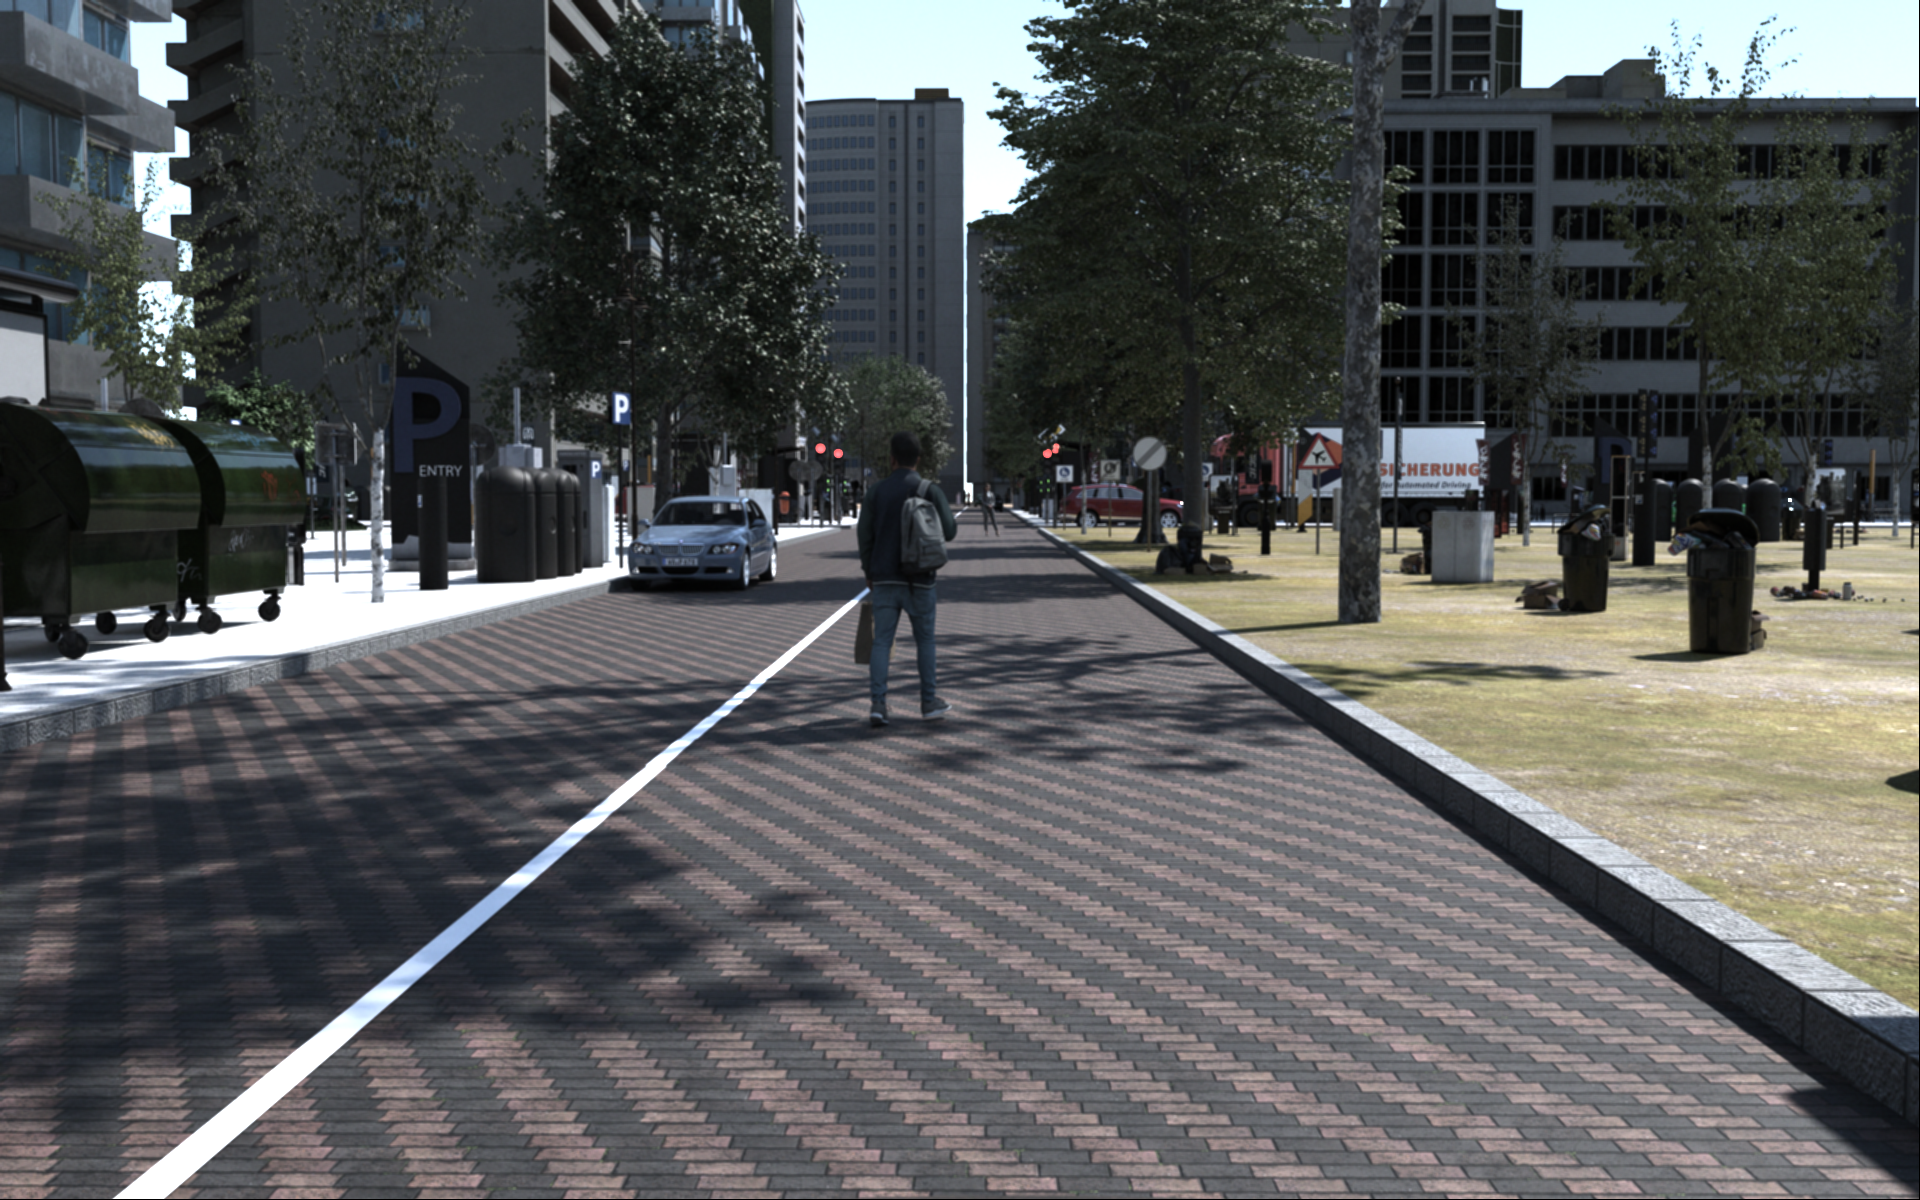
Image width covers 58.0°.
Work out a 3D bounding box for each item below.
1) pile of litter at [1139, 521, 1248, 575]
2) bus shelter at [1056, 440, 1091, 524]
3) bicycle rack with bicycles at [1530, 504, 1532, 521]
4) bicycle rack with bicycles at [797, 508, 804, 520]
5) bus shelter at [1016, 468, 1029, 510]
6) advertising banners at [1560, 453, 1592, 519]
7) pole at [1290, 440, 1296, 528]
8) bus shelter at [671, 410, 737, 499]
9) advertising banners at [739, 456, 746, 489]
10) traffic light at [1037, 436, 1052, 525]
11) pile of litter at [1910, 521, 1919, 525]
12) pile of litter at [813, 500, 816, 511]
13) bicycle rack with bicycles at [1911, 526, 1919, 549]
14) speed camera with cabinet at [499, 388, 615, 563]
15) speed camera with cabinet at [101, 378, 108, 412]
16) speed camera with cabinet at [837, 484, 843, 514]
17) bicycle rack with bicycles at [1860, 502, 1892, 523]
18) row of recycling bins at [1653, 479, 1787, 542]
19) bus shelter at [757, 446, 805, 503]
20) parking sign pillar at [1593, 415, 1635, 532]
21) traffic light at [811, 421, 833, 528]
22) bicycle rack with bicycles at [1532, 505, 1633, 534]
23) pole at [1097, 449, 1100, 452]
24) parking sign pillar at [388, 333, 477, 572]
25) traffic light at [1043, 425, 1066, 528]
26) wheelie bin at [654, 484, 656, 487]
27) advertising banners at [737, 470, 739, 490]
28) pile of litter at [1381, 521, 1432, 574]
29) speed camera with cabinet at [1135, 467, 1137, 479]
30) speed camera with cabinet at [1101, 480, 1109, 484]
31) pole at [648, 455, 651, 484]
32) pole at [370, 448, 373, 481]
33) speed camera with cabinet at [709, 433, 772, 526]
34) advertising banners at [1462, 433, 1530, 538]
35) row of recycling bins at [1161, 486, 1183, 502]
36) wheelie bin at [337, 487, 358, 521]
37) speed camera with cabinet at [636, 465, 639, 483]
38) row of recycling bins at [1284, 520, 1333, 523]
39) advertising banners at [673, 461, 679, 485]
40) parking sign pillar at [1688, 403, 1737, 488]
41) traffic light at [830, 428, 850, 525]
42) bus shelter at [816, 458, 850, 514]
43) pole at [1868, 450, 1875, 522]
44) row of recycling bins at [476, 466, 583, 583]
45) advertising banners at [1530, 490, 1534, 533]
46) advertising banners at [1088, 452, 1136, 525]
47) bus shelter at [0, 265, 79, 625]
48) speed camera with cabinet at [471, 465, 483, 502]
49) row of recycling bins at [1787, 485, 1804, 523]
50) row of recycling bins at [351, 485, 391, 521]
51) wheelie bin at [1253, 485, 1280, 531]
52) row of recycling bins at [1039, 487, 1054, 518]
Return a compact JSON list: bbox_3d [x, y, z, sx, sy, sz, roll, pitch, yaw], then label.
[{"bbox_3d":[3.867,-0.851,27.872,1.719,0.858,1.176,-1,4,-10],"label":"pile of litter"},{"bbox_3d":[4.893,-5.292,77.805,1.731,3.624,6.357,0,4,1],"label":"bus shelter"},{"bbox_3d":[26.855,-4.257,82.988,2.852,0.926,2.925,1,4,18],"label":"bicycle rack with bicycles"},{"bbox_3d":[-9.159,-4.234,82.600,2.925,0.926,2.852,1,4,12],"label":"bicycle rack with bicycles"},{"bbox_3d":[5.485,-8.770,137.315,2.014,3.302,5.546,0,4,1],"label":"bus shelter"},{"bbox_3d":[25.863,-4.680,72.711,0.090,3.025,2.074,-1,4,-21],"label":"advertising banners"},{"bbox_3d":[12.549,-4.368,65.255,0.158,3.312,0.155,0,3,0],"label":"pole"},{"bbox_3d":[-9.343,-5.110,61.180,2.179,5.291,8.768,0,4,1],"label":"bus shelter"},{"bbox_3d":[-7.477,-4.005,61.672,0.090,3.025,2.074,-1,4,-21],"label":"advertising banners"},{"bbox_3d":[3.643,-5.125,72.719,0.839,4.253,0.868,0,4,1],"label":"traffic light"},{"bbox_3d":[40.221,-3.566,72.262,1.719,0.858,1.176,-2,4,-29],"label":"pile of litter"},{"bbox_3d":[-11.053,-7.131,130.551,1.719,0.858,1.176,3,4,39],"label":"pile of litter"},{"bbox_3d":[23.601,-1.650,40.352,2.852,0.926,2.925,-1,4,-15],"label":"bicycle rack with bicycles"},{"bbox_3d":[-7.538,-2.329,32.414,2.038,3.252,0.660,0,4,3],"label":"speed camera with cabinet"},{"bbox_3d":[-14.882,-2.116,28.935,0.660,3.252,2.038,3,5,41],"label":"speed camera with cabinet"},{"bbox_3d":[-7.868,-7.079,110.079,0.660,3.252,2.038,-2,4,-24],"label":"speed camera with cabinet"},{"bbox_3d":[40.510,-3.919,77.464,2.925,0.926,2.852,-1,4,-21],"label":"bicycle rack with bicycles"},{"bbox_3d":[20.440,-2.453,47.213,3.534,1.692,1.069,1,4,16],"label":"row of recycling bins"},{"bbox_3d":[-8.957,-5.868,87.221,1.731,3.624,6.357,0,4,1],"label":"bus shelter"},{"bbox_3d":[22.401,-4.332,59.303,1.447,3.967,1.447,0,4,-7],"label":"parking sign pillar"},{"bbox_3d":[-5.172,-4.643,64.831,0.839,4.253,0.868,0,4,1],"label":"traffic light"},{"bbox_3d":[20.626,-2.602,55.917,2.925,0.926,2.852,-3,5,-41],"label":"bicycle rack with bicycles"},{"bbox_3d":[6.168,-5.137,77.832,0.158,3.312,0.155,0,3,0],"label":"pole"},{"bbox_3d":[-8.900,-2.486,29.122,1.447,3.967,1.447,-1,4,-14],"label":"parking sign pillar"},{"bbox_3d":[3.539,-4.637,64.735,0.839,4.253,0.868,0,4,1],"label":"traffic light"},{"bbox_3d":[-9.569,-2.880,54.995,0.693,1.594,0.980,-2,4,-30],"label":"wheelie bin"},{"bbox_3d":[-16.671,-7.885,125.108,2.074,3.025,0.090,-1,4,-20],"label":"advertising banners"},{"bbox_3d":[7.675,-0.868,28.158,1.719,0.858,1.176,2,4,28],"label":"pile of litter"},{"bbox_3d":[12.569,-7.960,124.479,0.660,3.252,2.038,2,4,28],"label":"speed camera with cabinet"},{"bbox_3d":[9.066,-6.762,104.886,0.660,3.252,2.038,-1,4,-13],"label":"speed camera with cabinet"},{"bbox_3d":[-16.260,-5.923,90.687,0.158,3.312,0.155,0,3,0],"label":"pole"},{"bbox_3d":[-25.868,-5.049,76.395,0.158,3.312,0.155,0,3,0],"label":"pole"},{"bbox_3d":[-7.090,-3.776,56.067,2.038,3.252,0.660,-3,4,-38],"label":"speed camera with cabinet"},{"bbox_3d":[15.591,-3.326,50.574,0.090,3.025,2.074,-3,5,-41],"label":"advertising banners"},{"bbox_3d":[10.684,-5.000,88.866,3.534,1.692,1.069,3,5,44],"label":"row of recycling bins"},{"bbox_3d":[-26.732,-4.133,75.480,0.693,1.594,0.980,2,4,29],"label":"wheelie bin"},{"bbox_3d":[-21.965,-7.551,117.794,0.660,3.252,2.038,1,4,9],"label":"speed camera with cabinet"},{"bbox_3d":[15.962,-4.226,76.201,3.534,1.692,1.069,2,4,31],"label":"row of recycling bins"},{"bbox_3d":[-14.314,-5.883,92.368,2.074,3.025,0.090,1,4,14],"label":"advertising banners"},{"bbox_3d":[22.475,-3.871,51.763,1.447,3.967,1.447,-3,5,-41],"label":"parking sign pillar"},{"bbox_3d":[-5.068,-5.131,72.816,0.839,4.253,0.868,0,4,1],"label":"traffic light"},{"bbox_3d":[-8.357,-7.539,114.553,1.731,3.624,6.357,0,4,1],"label":"bus shelter"},{"bbox_3d":[41.907,-5.245,79.605,0.158,3.312,0.155,0,3,0],"label":"pole"},{"bbox_3d":[-6.550,-1.196,26.665,1.069,1.692,3.534,0,4,2],"label":"row of recycling bins"},{"bbox_3d":[17.363,-3.614,55.274,2.074,3.025,0.090,-1,4,-14],"label":"advertising banners"},{"bbox_3d":[6.351,-4.633,71.939,2.074,3.025,0.090,0,4,5],"label":"advertising banners"},{"bbox_3d":[-9.782,-2.141,12.644,2.179,5.291,8.768,0,4,1],"label":"bus shelter"},{"bbox_3d":[-13.400,-3.323,48.662,2.038,3.252,0.660,3,5,40],"label":"speed camera with cabinet"},{"bbox_3d":[37.018,-4.257,76.721,1.069,1.692,3.534,-3,4,-37],"label":"row of recycling bins"},{"bbox_3d":[-28.713,-4.689,83.786,3.534,1.692,1.069,2,4,33],"label":"row of recycling bins"},{"bbox_3d":[10.730,-3.223,60.599,0.980,1.594,0.693,1,4,16],"label":"wheelie bin"},{"bbox_3d":[4.846,-5.327,94.208,1.069,1.692,3.534,0,4,6],"label":"row of recycling bins"}]
